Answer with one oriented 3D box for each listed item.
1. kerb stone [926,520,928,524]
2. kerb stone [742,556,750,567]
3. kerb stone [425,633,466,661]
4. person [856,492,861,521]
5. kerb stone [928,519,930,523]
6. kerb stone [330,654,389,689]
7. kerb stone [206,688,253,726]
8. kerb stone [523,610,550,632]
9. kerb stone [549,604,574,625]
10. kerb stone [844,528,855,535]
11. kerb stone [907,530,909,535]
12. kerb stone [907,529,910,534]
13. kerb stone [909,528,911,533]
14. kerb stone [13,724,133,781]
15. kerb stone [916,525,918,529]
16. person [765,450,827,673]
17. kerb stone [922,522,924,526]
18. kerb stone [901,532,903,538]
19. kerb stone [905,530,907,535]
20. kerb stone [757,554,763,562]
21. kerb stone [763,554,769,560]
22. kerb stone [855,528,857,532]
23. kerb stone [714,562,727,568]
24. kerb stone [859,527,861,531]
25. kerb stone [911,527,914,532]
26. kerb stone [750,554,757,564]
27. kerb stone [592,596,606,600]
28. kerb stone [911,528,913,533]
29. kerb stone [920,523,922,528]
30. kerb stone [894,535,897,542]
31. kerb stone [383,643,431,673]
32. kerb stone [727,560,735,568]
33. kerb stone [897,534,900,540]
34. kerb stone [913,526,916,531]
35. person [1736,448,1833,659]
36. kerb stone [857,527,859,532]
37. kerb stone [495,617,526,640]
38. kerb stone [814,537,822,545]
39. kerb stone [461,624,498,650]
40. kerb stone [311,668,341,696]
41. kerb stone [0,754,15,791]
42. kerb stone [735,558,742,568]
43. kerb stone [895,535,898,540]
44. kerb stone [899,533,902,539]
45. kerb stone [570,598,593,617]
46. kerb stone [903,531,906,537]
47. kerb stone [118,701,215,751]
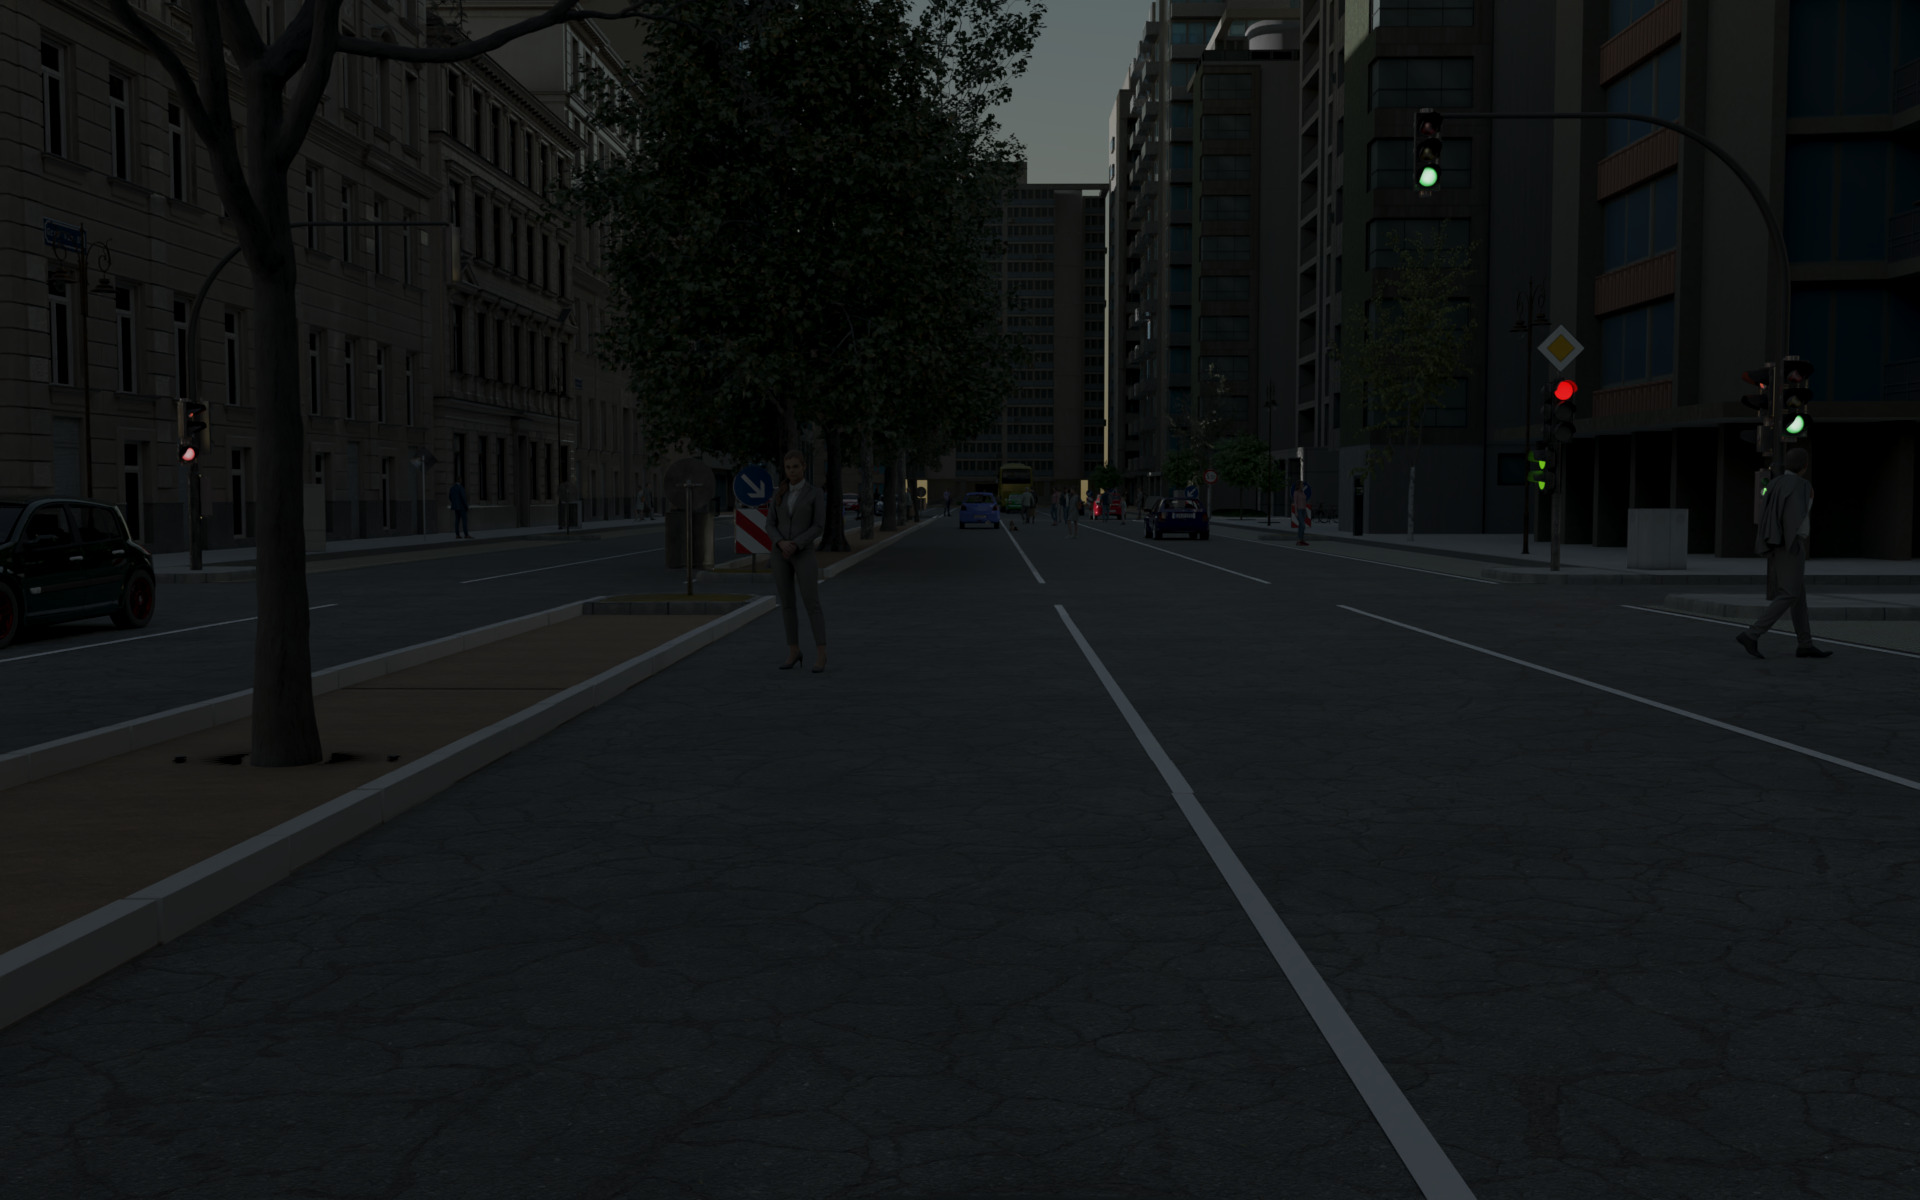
[{"bbox_3d":[-1.656,-3.431,78.286,0.120,0.150,1.000,0,4,1],"label":"kerb stone"},{"bbox_3d":[-4.326,-0.735,34.220,0.120,0.150,1.000,0,4,1],"label":"kerb stone"},{"bbox_3d":[-4.570,0.431,15.210,0.120,0.150,1.000,0,4,1],"label":"kerb stone"},{"bbox_3d":[-5.161,-5.118,92.138,0.622,1.834,0.822,-2,4,-33],"label":"person"},{"bbox_3d":[-1.617,-3.617,81.367,0.120,0.150,1.000,0,4,1],"label":"kerb stone"},{"bbox_3d":[-4.592,0.553,13.163,0.120,0.150,1.000,0,4,1],"label":"kerb stone"},{"bbox_3d":[-4.620,0.678,11.118,0.120,0.150,1.000,0,4,1],"label":"kerb stone"},{"bbox_3d":[-4.535,0.244,18.278,0.120,0.150,1.000,0,4,1],"label":"kerb stone"},{"bbox_3d":[-4.511,0.179,19.307,0.120,0.150,1.000,0,4,1],"label":"kerb stone"},{"bbox_3d":[-3.957,-2.427,61.924,0.120,0.150,1.000,0,4,1],"label":"kerb stone"},{"bbox_3d":[-1.911,-2.239,58.796,0.120,0.150,1.000,0,4,1],"label":"kerb stone"},{"bbox_3d":[-1.894,-2.302,59.838,0.120,0.150,1.000,0,4,1],"label":"kerb stone"},{"bbox_3d":[-1.879,-2.365,60.860,0.120,0.150,1.000,0,4,1],"label":"kerb stone"},{"bbox_3d":[-4.653,0.803,9.072,0.120,0.150,1.000,0,4,1],"label":"kerb stone"},{"bbox_3d":[-1.800,-2.741,67.009,0.120,0.150,1.000,0,4,1],"label":"kerb stone"},{"bbox_3d":[-1.338,-0.324,14.076,0.520,1.790,0.573,0,4,0],"label":"person"},{"bbox_3d":[-1.720,-3.118,73.172,0.120,0.150,1.000,0,4,1],"label":"kerb stone"},{"bbox_3d":[-1.953,-1.988,54.703,0.120,0.150,1.000,0,4,1],"label":"kerb stone"},{"bbox_3d":[-1.922,-2.175,57.774,0.120,0.150,1.000,0,4,1],"label":"kerb stone"},{"bbox_3d":[-4.298,-0.854,36.276,0.120,0.150,1.000,0,4,1],"label":"kerb stone"},{"bbox_3d":[-4.280,-0.923,37.298,0.120,0.150,1.000,0,4,1],"label":"kerb stone"},{"bbox_3d":[-3.949,-2.492,62.946,0.120,0.150,1.000,0,4,1],"label":"kerb stone"},{"bbox_3d":[-4.361,-0.547,31.146,0.120,0.150,1.000,0,4,1],"label":"kerb stone"},{"bbox_3d":[-3.922,-2.616,64.994,0.120,0.150,1.000,0,4,1],"label":"kerb stone"},{"bbox_3d":[-1.853,-2.490,62.909,0.120,0.150,1.000,0,4,1],"label":"kerb stone"},{"bbox_3d":[-4.312,-0.797,35.242,0.120,0.150,1.000,0,4,1],"label":"kerb stone"},{"bbox_3d":[-4.495,0.058,21.356,0.120,0.150,1.000,0,4,1],"label":"kerb stone"},{"bbox_3d":[-1.867,-2.421,61.887,0.120,0.150,1.000,0,4,1],"label":"kerb stone"},{"bbox_3d":[-1.742,-2.992,71.110,0.120,0.150,1.000,0,4,1],"label":"kerb stone"},{"bbox_3d":[-2.012,-1.737,50.593,0.120,0.150,1.000,0,4,1],"label":"kerb stone"},{"bbox_3d":[-4.578,0.490,14.186,0.120,0.150,1.000,0,4,1],"label":"kerb stone"},{"bbox_3d":[-4.352,-0.605,32.169,0.120,0.150,1.000,0,4,1],"label":"kerb stone"},{"bbox_3d":[-1.984,-1.863,52.654,0.120,0.150,1.000,0,4,1],"label":"kerb stone"},{"bbox_3d":[-1.836,-2.615,64.959,0.120,0.150,1.000,0,4,1],"label":"kerb stone"},{"bbox_3d":[7.219,-0.397,15.085,0.850,1.850,0.679,0,4,5],"label":"person"},{"bbox_3d":[-3.937,-2.555,63.968,0.120,0.150,1.000,0,4,1],"label":"kerb stone"},{"bbox_3d":[-4.543,0.302,17.256,0.120,0.150,1.000,0,4,1],"label":"kerb stone"},{"bbox_3d":[-4.106,-1.740,50.649,0.120,0.150,1.000,0,4,1],"label":"kerb stone"},{"bbox_3d":[-4.556,0.365,16.234,0.120,0.150,1.000,0,4,1],"label":"kerb stone"},{"bbox_3d":[-4.606,0.619,12.140,0.120,0.150,1.000,0,4,1],"label":"kerb stone"},{"bbox_3d":[-4.664,0.866,8.049,0.120,0.150,1.000,0,4,1],"label":"kerb stone"},{"bbox_3d":[-4.348,-0.673,33.193,0.120,0.150,1.000,0,4,1],"label":"kerb stone"},{"bbox_3d":[-1.996,-1.798,51.621,0.120,0.150,1.000,0,4,1],"label":"kerb stone"},{"bbox_3d":[-1.973,-1.926,53.681,0.120,0.150,1.000,0,4,1],"label":"kerb stone"},{"bbox_3d":[-4.506,0.114,20.329,0.120,0.150,1.000,0,4,1],"label":"kerb stone"},{"bbox_3d":[-1.933,-2.113,56.748,0.120,0.150,1.000,0,4,1],"label":"kerb stone"},{"bbox_3d":[-4.638,0.740,10.096,0.120,0.150,1.000,0,4,1],"label":"kerb stone"}]
